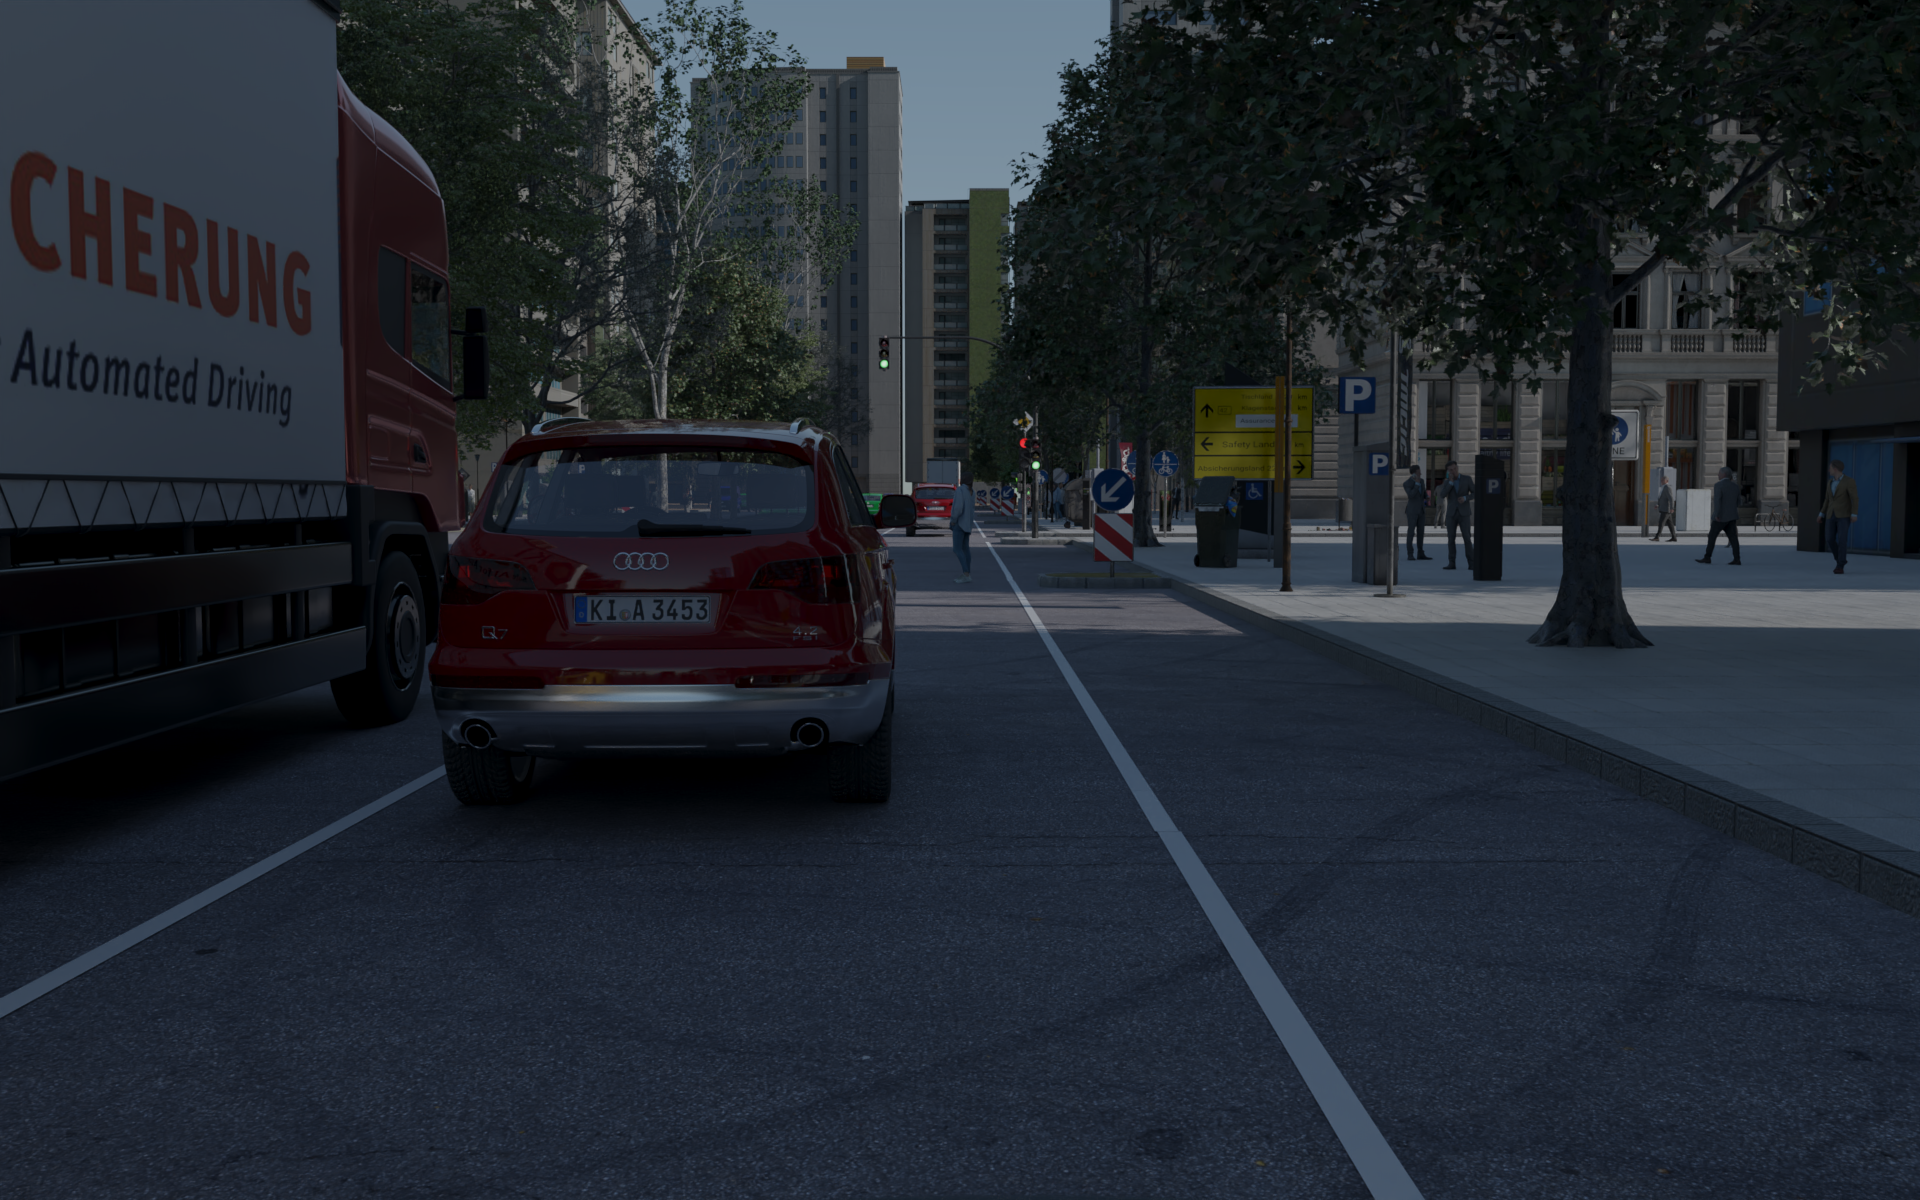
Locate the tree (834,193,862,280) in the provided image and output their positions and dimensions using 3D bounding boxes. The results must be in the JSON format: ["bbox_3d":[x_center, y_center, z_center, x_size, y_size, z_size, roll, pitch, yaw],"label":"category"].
[{"bbox_3d":[-12.046,-14.480,95.089,12.611,20.169,13.585,0,3,0],"label":"tree"}]

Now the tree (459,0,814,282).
[{"bbox_3d":[-11.931,-12.494,62.618,12.611,20.169,13.585,0,3,0],"label":"tree"}]

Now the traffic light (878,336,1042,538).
[{"bbox_3d":[0.054,-4.600,49.876,4.771,5.953,1.251,0,3,0],"label":"traffic light"}]

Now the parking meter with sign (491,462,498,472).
[{"bbox_3d":[-25.086,-6.104,96.053,0.543,3.016,1.738,3,4,37],"label":"parking meter with sign"}]

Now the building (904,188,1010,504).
[{"bbox_3d":[-0.461,-33.646,233.713,14.086,41.232,14.154,0,3,0],"label":"building"}]

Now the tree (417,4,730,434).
[{"bbox_3d":[-10.793,-7.995,43.547,12.009,13.543,11.850,0,3,0],"label":"tree"}]

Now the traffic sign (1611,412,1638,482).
[{"bbox_3d":[7.949,-1.164,21.167,0.606,2.300,0.079,0,4,5],"label":"traffic sign"}]

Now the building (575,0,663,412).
[{"bbox_3d":[-47.382,-36.327,183.185,27.495,52.752,28.713,0,3,0],"label":"building"}]

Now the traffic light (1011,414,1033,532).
[{"bbox_3d":[2.133,-4.225,58.006,0.839,4.253,0.868,0,3,0],"label":"traffic light"}]

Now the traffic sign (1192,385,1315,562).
[{"bbox_3d":[5.518,-2.372,32.656,2.265,3.308,0.079,0,4,8],"label":"traffic sign"}]

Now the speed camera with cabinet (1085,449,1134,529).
[{"bbox_3d":[5.606,-4.200,63.013,2.038,3.252,0.660,-1,4,-14],"label":"speed camera with cabinet"}]

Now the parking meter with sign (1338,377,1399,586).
[{"bbox_3d":[5.945,-1.759,25.023,0.543,3.016,1.738,0,4,-3],"label":"parking meter with sign"}]

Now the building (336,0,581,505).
[{"bbox_3d":[-44.495,-31.774,143.206,21.300,48.544,21.600,0,3,0],"label":"building"}]

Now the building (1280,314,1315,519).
[{"bbox_3d":[20.790,-16.425,97.429,11.050,23.489,19.941,0,3,0],"label":"building"}]

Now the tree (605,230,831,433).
[{"bbox_3d":[-10.557,-9.497,74.738,9.611,12.733,9.660,0,3,0],"label":"tree"}]

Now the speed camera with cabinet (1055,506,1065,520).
[{"bbox_3d":[5.770,-5.619,86.210,2.038,3.252,0.660,-1,4,-11],"label":"speed camera with cabinet"}]

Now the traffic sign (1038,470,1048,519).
[{"bbox_3d":[4.244,-5.549,90.824,0.768,2.556,0.104,0,4,2],"label":"traffic sign"}]

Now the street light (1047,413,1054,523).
[{"bbox_3d":[4.147,-6.423,77.808,0.468,5.910,1.993,0,3,0],"label":"street light"}]

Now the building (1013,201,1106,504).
[{"bbox_3d":[14.396,-33.675,234.186,14.086,41.232,14.154,0,3,0],"label":"building"}]

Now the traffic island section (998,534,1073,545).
[{"bbox_3d":[2.185,-1.704,50.135,2.009,0.180,2.903,0,3,0],"label":"traffic island section"}]

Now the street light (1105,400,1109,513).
[{"bbox_3d":[4.218,-4.702,49.660,0.468,5.910,1.993,0,3,0],"label":"street light"}]

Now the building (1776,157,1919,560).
[{"bbox_3d":[25.434,-23.297,31.017,14.600,45.320,14.200,0,3,0],"label":"building"}]

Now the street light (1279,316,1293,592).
[{"bbox_3d":[4.298,-3.049,22.637,0.468,5.910,1.993,0,3,0],"label":"street light"}]

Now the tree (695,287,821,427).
[{"bbox_3d":[-11.111,-10.009,84.239,7.486,12.596,7.792,0,3,0],"label":"tree"}]

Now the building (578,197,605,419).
[{"bbox_3d":[-41.465,-23.846,161.583,14.160,30.474,14.107,0,3,0],"label":"building"}]

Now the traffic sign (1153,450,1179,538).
[{"bbox_3d":[6.009,-3.094,50.690,0.768,2.556,0.104,0,4,1],"label":"traffic sign"}]

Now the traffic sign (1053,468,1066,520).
[{"bbox_3d":[4.813,-5.165,84.560,0.768,2.556,0.104,0,4,6],"label":"traffic sign"}]

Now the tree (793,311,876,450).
[{"bbox_3d":[-10.672,-12.381,115.252,12.009,13.543,11.850,0,3,0],"label":"tree"}]

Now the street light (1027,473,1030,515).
[{"bbox_3d":[4.168,-8.104,105.288,0.468,5.910,1.993,0,3,0],"label":"street light"}]

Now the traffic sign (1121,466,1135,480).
[{"bbox_3d":[6.505,-4.043,66.213,0.768,2.556,0.104,0,4,3],"label":"traffic sign"}]

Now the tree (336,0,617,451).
[{"bbox_3d":[-10.633,-6.920,33.721,7.486,12.596,7.792,0,3,0],"label":"tree"}]

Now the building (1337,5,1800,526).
[{"bbox_3d":[26.234,-14.924,72.889,19.941,23.489,11.050,0,3,0],"label":"building"}]

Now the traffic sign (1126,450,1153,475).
[{"bbox_3d":[5.126,-3.021,49.495,0.768,2.556,0.104,0,4,7],"label":"traffic sign"}]

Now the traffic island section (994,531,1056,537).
[{"bbox_3d":[2.174,-2.192,58.120,2.009,0.180,2.903,0,3,0],"label":"traffic island section"}]

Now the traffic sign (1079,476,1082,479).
[{"bbox_3d":[7.557,-6.393,104.252,0.795,2.593,0.064,0,4,7],"label":"traffic sign"}]

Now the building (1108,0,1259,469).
[{"bbox_3d":[26.302,-39.223,183.296,21.231,58.520,28.212,0,3,0],"label":"building"}]

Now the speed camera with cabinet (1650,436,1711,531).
[{"bbox_3d":[24.770,-3.990,59.566,2.038,3.252,0.660,-1,4,-13],"label":"speed camera with cabinet"}]

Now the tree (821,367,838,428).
[{"bbox_3d":[-11.313,-11.307,105.451,7.486,12.596,7.792,0,3,0],"label":"tree"}]

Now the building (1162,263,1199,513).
[{"bbox_3d":[21.532,-19.763,120.383,12.463,27.353,25.104,0,3,0],"label":"building"}]

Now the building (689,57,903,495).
[{"bbox_3d":[-21.951,-42.506,236.972,28.212,58.520,21.231,0,3,0],"label":"building"}]

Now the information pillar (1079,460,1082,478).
[{"bbox_3d":[7.946,-7.519,114.283,0.183,3.616,0.504,-1,4,-16],"label":"information pillar"}]

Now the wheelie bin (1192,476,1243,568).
[{"bbox_3d":[4.497,-1.371,30.327,0.980,1.594,0.693,3,5,39],"label":"wheelie bin"}]

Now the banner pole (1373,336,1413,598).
[{"bbox_3d":[5.389,-1.911,21.270,0.401,3.779,0.863,0,4,-7],"label":"banner pole"}]

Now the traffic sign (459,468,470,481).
[{"bbox_3d":[-24.648,-5.260,85.734,0.795,2.593,0.064,0,4,3],"label":"traffic sign"}]

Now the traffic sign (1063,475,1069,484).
[{"bbox_3d":[5.245,-5.478,89.678,0.768,2.556,0.104,0,4,3],"label":"traffic sign"}]

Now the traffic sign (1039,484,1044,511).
[{"bbox_3d":[6.002,-8.031,131.414,0.768,2.556,0.104,0,4,8],"label":"traffic sign"}]

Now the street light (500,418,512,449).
[{"bbox_3d":[-22.291,-6.877,85.220,0.468,5.910,1.993,0,3,0],"label":"street light"}]

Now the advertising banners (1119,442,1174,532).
[{"bbox_3d":[6.311,-3.822,58.680,2.074,3.025,0.090,-1,4,-19],"label":"advertising banners"}]

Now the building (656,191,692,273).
[{"bbox_3d":[-50.491,-35.667,237.773,28.867,44.769,22.147,0,3,0],"label":"building"}]

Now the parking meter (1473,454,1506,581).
[{"bbox_3d":[7.840,-1.219,25.649,0.399,1.863,0.255,-1,4,-11],"label":"parking meter"}]

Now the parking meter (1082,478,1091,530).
[{"bbox_3d":[4.537,-3.447,62.063,0.255,1.863,0.399,1,4,11],"label":"parking meter"}]

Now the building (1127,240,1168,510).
[{"bbox_3d":[22.541,-23.934,163.026,14.160,30.474,14.107,0,3,0],"label":"building"}]
